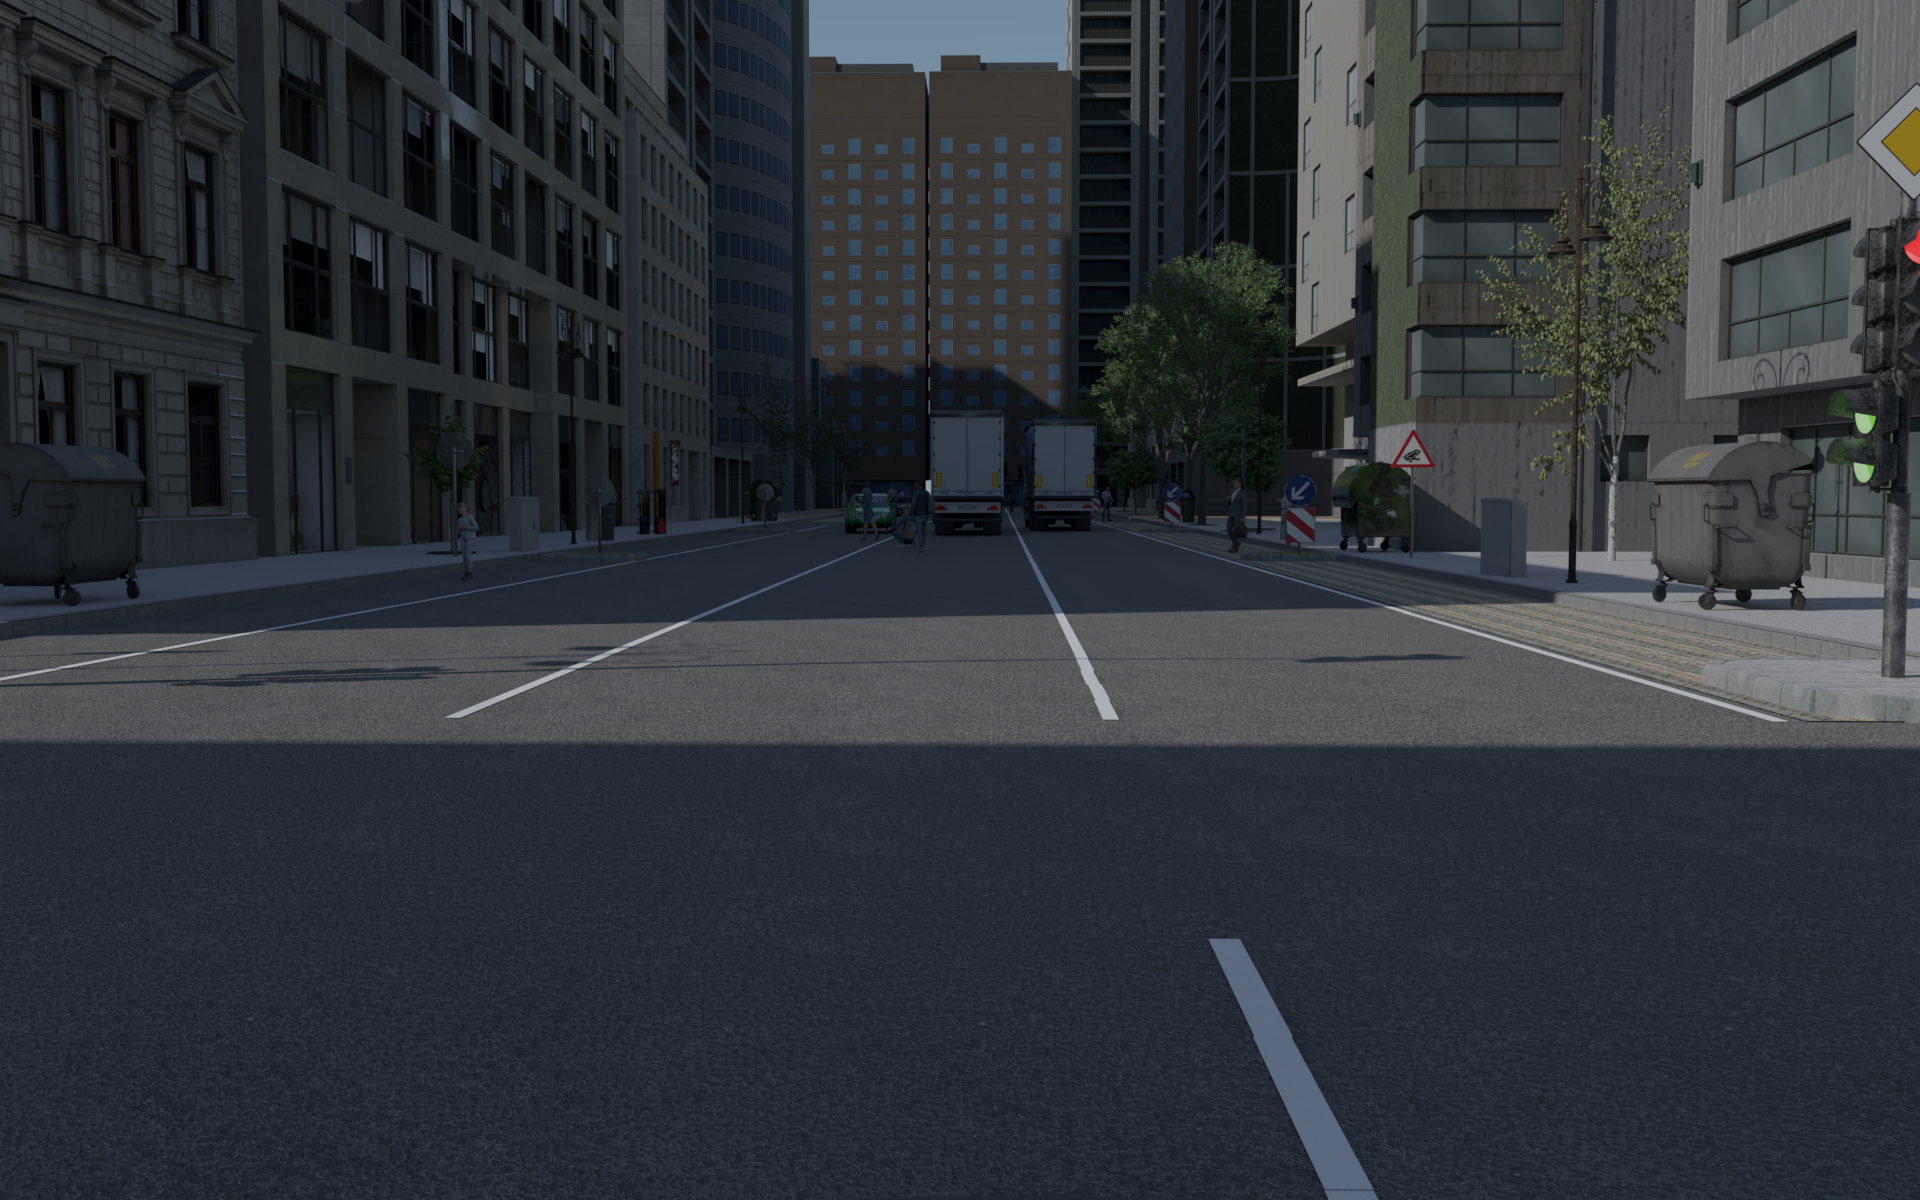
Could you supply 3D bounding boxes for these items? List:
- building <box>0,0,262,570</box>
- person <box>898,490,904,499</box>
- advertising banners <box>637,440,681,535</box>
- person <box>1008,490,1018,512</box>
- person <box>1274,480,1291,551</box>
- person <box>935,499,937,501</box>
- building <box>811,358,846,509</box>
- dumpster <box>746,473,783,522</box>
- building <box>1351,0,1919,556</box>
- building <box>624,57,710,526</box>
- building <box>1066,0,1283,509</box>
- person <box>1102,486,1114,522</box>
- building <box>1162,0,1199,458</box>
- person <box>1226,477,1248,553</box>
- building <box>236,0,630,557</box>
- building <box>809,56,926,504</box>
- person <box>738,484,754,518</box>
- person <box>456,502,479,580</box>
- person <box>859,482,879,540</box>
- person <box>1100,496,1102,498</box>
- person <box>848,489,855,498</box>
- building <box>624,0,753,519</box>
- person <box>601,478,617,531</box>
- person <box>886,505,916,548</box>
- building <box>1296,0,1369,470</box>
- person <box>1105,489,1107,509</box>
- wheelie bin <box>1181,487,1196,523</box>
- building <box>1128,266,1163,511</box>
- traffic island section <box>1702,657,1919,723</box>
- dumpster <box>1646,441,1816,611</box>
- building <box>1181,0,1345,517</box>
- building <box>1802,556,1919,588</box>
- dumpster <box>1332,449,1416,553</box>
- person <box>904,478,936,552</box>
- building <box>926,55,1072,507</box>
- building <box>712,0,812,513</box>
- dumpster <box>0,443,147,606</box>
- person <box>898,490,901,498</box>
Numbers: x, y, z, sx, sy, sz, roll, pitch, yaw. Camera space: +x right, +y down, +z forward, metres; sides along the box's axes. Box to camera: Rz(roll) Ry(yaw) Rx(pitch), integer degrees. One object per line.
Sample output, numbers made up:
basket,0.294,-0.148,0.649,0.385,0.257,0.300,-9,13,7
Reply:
building,-18.671,-9.773,24.423,10.561,19.102,19.286,0,4,1
person,-5.514,-9.273,159.984,0.599,1.838,0.709,2,4,31
advertising banners,-9.578,-3.612,55.251,0.090,3.025,2.074,2,4,32
person,4.122,-7.715,135.365,0.721,1.735,1.217,3,4,38
person,7.600,-1.935,40.702,0.524,1.755,0.480,1,4,19
person,-2.245,-9.298,161.240,0.721,1.735,1.217,-3,5,-41
building,-26.326,-51.090,147.999,31.000,86.520,22.319,0,4,1
dumpster,-9.205,-4.830,81.466,1.502,2.255,1.985,0,4,1
building,17.274,-16.677,44.364,14.160,30.474,14.107,0,4,1
building,-17.808,-13.619,77.419,10.420,20.320,16.860,0,4,1
building,21.790,-45.580,183.490,20.611,71.187,20.563,0,4,1
person,7.725,-5.000,90.125,0.709,1.838,0.599,-3,4,-37
building,22.059,-28.914,122.855,14.600,45.320,14.200,0,4,1
person,6.717,-2.053,42.030,0.622,1.834,0.822,3,4,38
building,-23.163,-15.116,51.662,19.350,26.468,34.151,0,4,1
building,-10.437,-32.466,180.932,14.200,45.320,14.600,0,4,1
person,-11.234,-5.299,92.679,1.348,1.824,0.705,-3,5,-39
person,-8.254,-0.989,28.955,0.425,1.301,0.394,1,4,10
person,-2.826,-2.766,53.745,0.654,1.822,0.581,3,4,37
person,12.749,-9.596,162.933,1.348,1.824,0.705,-2,4,-32
person,-8.792,-8.294,142.371,1.217,1.743,0.721,3,5,40
building,-22.624,-40.276,96.763,20.563,71.187,20.611,0,4,1
person,-11.746,-3.141,57.389,0.794,1.824,0.713,0,4,1
person,-1.564,-1.964,46.105,0.738,1.151,1.012,2,4,34
building,29.878,-29.537,72.162,28.713,52.752,27.495,0,4,1
person,12.603,-8.649,148.175,0.721,1.735,1.217,1,4,9
wheelie bin,10.166,-4.234,77.133,0.693,1.594,0.980,0,4,6
building,29.017,-18.343,144.944,27.650,21.520,28.899,0,4,1
traffic island section,6.558,0.621,12.133,2.009,0.180,2.903,0,4,1
dumpster,8.786,-0.857,19.770,1.264,1.857,1.865,0,4,1
building,23.638,-40.759,104.654,20.563,71.187,20.611,0,4,1
building,19.025,-15.290,21.692,14.107,30.474,14.160,0,4,1
dumpster,9.212,-2.205,38.538,1.502,2.255,1.985,0,4,1
person,-1.011,-2.084,42.556,0.794,1.824,0.713,-1,4,-21
building,4.169,-32.432,180.379,14.200,45.320,14.600,0,4,1
building,-22.535,-35.449,121.592,21.231,58.520,28.212,0,4,1
dumpster,-10.632,-0.898,20.436,1.264,1.857,1.865,0,4,1
person,-4.160,-6.904,122.091,0.721,1.736,1.217,0,4,2
